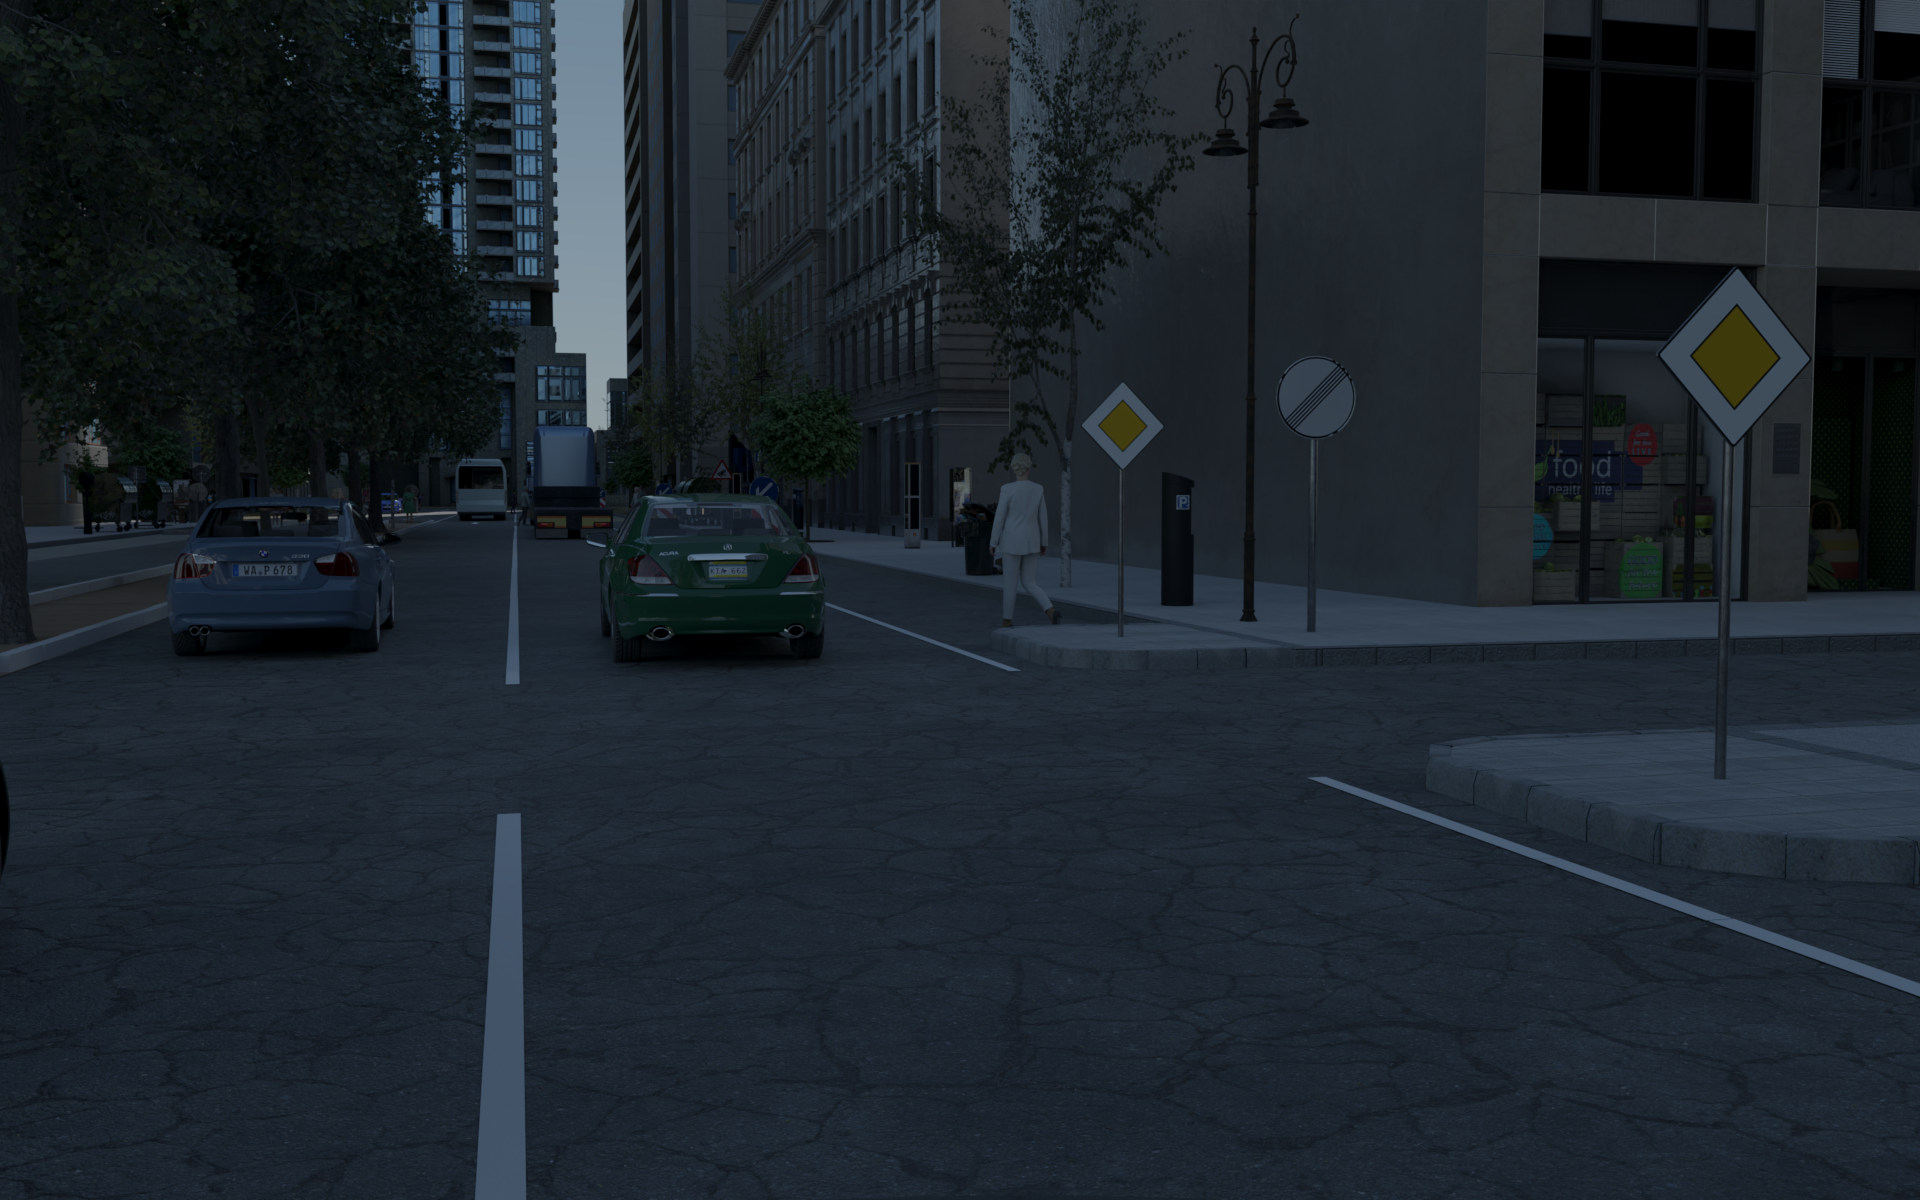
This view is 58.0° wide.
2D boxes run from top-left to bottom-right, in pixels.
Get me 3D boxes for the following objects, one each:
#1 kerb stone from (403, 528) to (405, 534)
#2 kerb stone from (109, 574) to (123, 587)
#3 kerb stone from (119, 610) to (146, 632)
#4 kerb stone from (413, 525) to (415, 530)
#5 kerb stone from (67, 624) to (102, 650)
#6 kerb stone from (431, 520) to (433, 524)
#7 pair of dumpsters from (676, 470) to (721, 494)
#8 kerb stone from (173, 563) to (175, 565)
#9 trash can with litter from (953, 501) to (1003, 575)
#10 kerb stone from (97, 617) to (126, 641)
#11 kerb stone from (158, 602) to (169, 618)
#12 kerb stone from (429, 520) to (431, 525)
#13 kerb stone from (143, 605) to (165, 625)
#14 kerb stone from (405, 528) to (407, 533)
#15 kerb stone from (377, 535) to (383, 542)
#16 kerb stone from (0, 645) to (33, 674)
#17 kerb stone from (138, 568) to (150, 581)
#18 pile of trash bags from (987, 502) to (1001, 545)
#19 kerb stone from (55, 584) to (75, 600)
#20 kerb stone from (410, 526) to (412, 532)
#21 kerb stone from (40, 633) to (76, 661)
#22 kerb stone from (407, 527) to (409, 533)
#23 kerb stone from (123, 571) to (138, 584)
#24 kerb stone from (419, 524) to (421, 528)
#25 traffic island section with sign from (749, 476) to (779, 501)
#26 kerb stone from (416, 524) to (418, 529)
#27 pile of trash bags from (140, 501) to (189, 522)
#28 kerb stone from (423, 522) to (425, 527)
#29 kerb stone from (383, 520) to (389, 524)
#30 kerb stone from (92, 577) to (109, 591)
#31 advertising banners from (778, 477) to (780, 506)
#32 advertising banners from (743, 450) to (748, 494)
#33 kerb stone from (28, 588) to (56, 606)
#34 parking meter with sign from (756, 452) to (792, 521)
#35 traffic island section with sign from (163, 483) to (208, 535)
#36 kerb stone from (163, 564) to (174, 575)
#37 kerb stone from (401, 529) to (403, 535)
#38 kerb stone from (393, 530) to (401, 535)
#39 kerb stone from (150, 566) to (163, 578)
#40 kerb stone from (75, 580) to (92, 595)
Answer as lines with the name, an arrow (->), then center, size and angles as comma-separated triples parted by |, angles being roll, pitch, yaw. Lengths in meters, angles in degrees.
kerb stone -> -19.727, -2.373, 60.988 | 0.120, 0.150, 1.000 | -1, 4, -14
kerb stone -> -13.105, -0.274, 26.681 | 0.120, 0.150, 1.000 | -1, 4, -14
kerb stone -> -8.775, 0.242, 18.250 | 0.120, 0.150, 1.000 | -1, 4, -14
kerb stone -> -21.262, -2.735, 66.938 | 0.120, 0.150, 1.000 | -1, 4, -14
kerb stone -> -8.262, 0.363, 16.267 | 0.120, 0.150, 1.000 | -1, 4, -14
kerb stone -> -24.825, -3.588, 80.861 | 0.120, 0.150, 1.000 | -1, 4, -14
pair of dumpsters -> -10.681, -4.203, 71.213 | 1.574, 2.255, 4.437 | -1, 4, -14
kerb stone -> -14.383, -0.579, 31.656 | 0.120, 0.150, 1.000 | -1, 4, -14
trash can with litter -> 0.454, -0.987, 27.530 | 1.055, 1.170, 0.624 | -3, 5, -42
kerb stone -> -8.518, 0.302, 17.260 | 0.120, 0.150, 1.000 | -1, 4, -14
kerb stone -> -9.285, 0.120, 20.230 | 0.120, 0.150, 1.000 | -1, 4, -14
kerb stone -> -24.317, -3.467, 78.876 | 0.120, 0.150, 1.000 | -1, 4, -14
kerb stone -> -9.028, 0.186, 19.241 | 0.120, 0.150, 1.000 | -1, 4, -14
kerb stone -> -19.983, -2.434, 61.986 | 0.120, 0.150, 1.000 | -1, 4, -14
kerb stone -> -17.695, -1.886, 53.035 | 0.120, 0.150, 1.000 | -1, 4, -14
kerb stone -> -7.761, 0.486, 14.283 | 0.120, 0.150, 1.000 | -1, 4, -14
kerb stone -> -13.612, -0.396, 28.668 | 0.120, 0.150, 1.000 | -1, 4, -14
pile of trash bags -> 1.615, -2.139, 44.731 | 1.912, 1.369, 3.447 | 1, 4, 17
kerb stone -> -12.339, -0.092, 23.704 | 0.120, 0.150, 1.000 | -1, 4, -14
kerb stone -> -20.751, -2.615, 64.958 | 0.120, 0.150, 1.000 | -1, 4, -14
kerb stone -> -8.007, 0.427, 15.275 | 0.120, 0.150, 1.000 | -1, 4, -14
kerb stone -> -20.240, -2.494, 62.978 | 0.120, 0.150, 1.000 | -1, 4, -14
kerb stone -> -13.353, -0.335, 27.676 | 0.120, 0.150, 1.000 | -1, 4, -14
kerb stone -> -22.279, -2.979, 70.907 | 0.120, 0.150, 1.000 | -1, 4, -14
traffic island section with sign -> -4.665, -1.884, 39.426 | 1.989, 1.847, 2.006 | -1, 4, -14
kerb stone -> -21.766, -2.858, 68.921 | 0.120, 0.150, 1.000 | -1, 4, -14
pile of trash bags -> -36.972, -4.244, 79.141 | 3.447, 1.369, 1.912 | 1, 4, 10
kerb stone -> -23.040, -3.160, 73.900 | 0.120, 0.150, 1.000 | -1, 4, -14
kerb stone -> -27.883, -3.801, 84.338 | 0.120, 0.150, 1.000 | -1, 4, -14
kerb stone -> -12.846, -0.213, 25.685 | 0.120, 0.150, 1.000 | -1, 4, -14
advertising banners -> -5.647, -3.530, 53.899 | 0.090, 3.025, 2.074 | 0, 4, -5
advertising banners -> -8.495, -4.434, 68.686 | 0.090, 3.025, 2.074 | 0, 4, -1
kerb stone -> -12.086, -0.025, 22.708 | 0.120, 0.150, 1.000 | -1, 4, -14
parking meter with sign -> -7.057, -4.268, 66.049 | 0.543, 3.016, 1.738 | 2, 4, 28
traffic island section with sign -> -27.079, -3.234, 61.498 | 1.989, 1.847, 2.006 | -1, 4, -14
kerb stone -> -14.126, -0.514, 30.667 | 0.120, 0.150, 1.000 | -1, 4, -14
kerb stone -> -19.478, -2.312, 59.995 | 0.120, 0.150, 1.000 | -1, 4, -14
kerb stone -> -19.222, -2.250, 58.995 | 0.120, 0.150, 1.000 | -1, 4, -14
kerb stone -> -13.866, -0.455, 29.666 | 0.120, 0.150, 1.000 | -1, 4, -14
kerb stone -> -12.597, -0.153, 24.694 | 0.120, 0.150, 1.000 | -1, 4, -14
